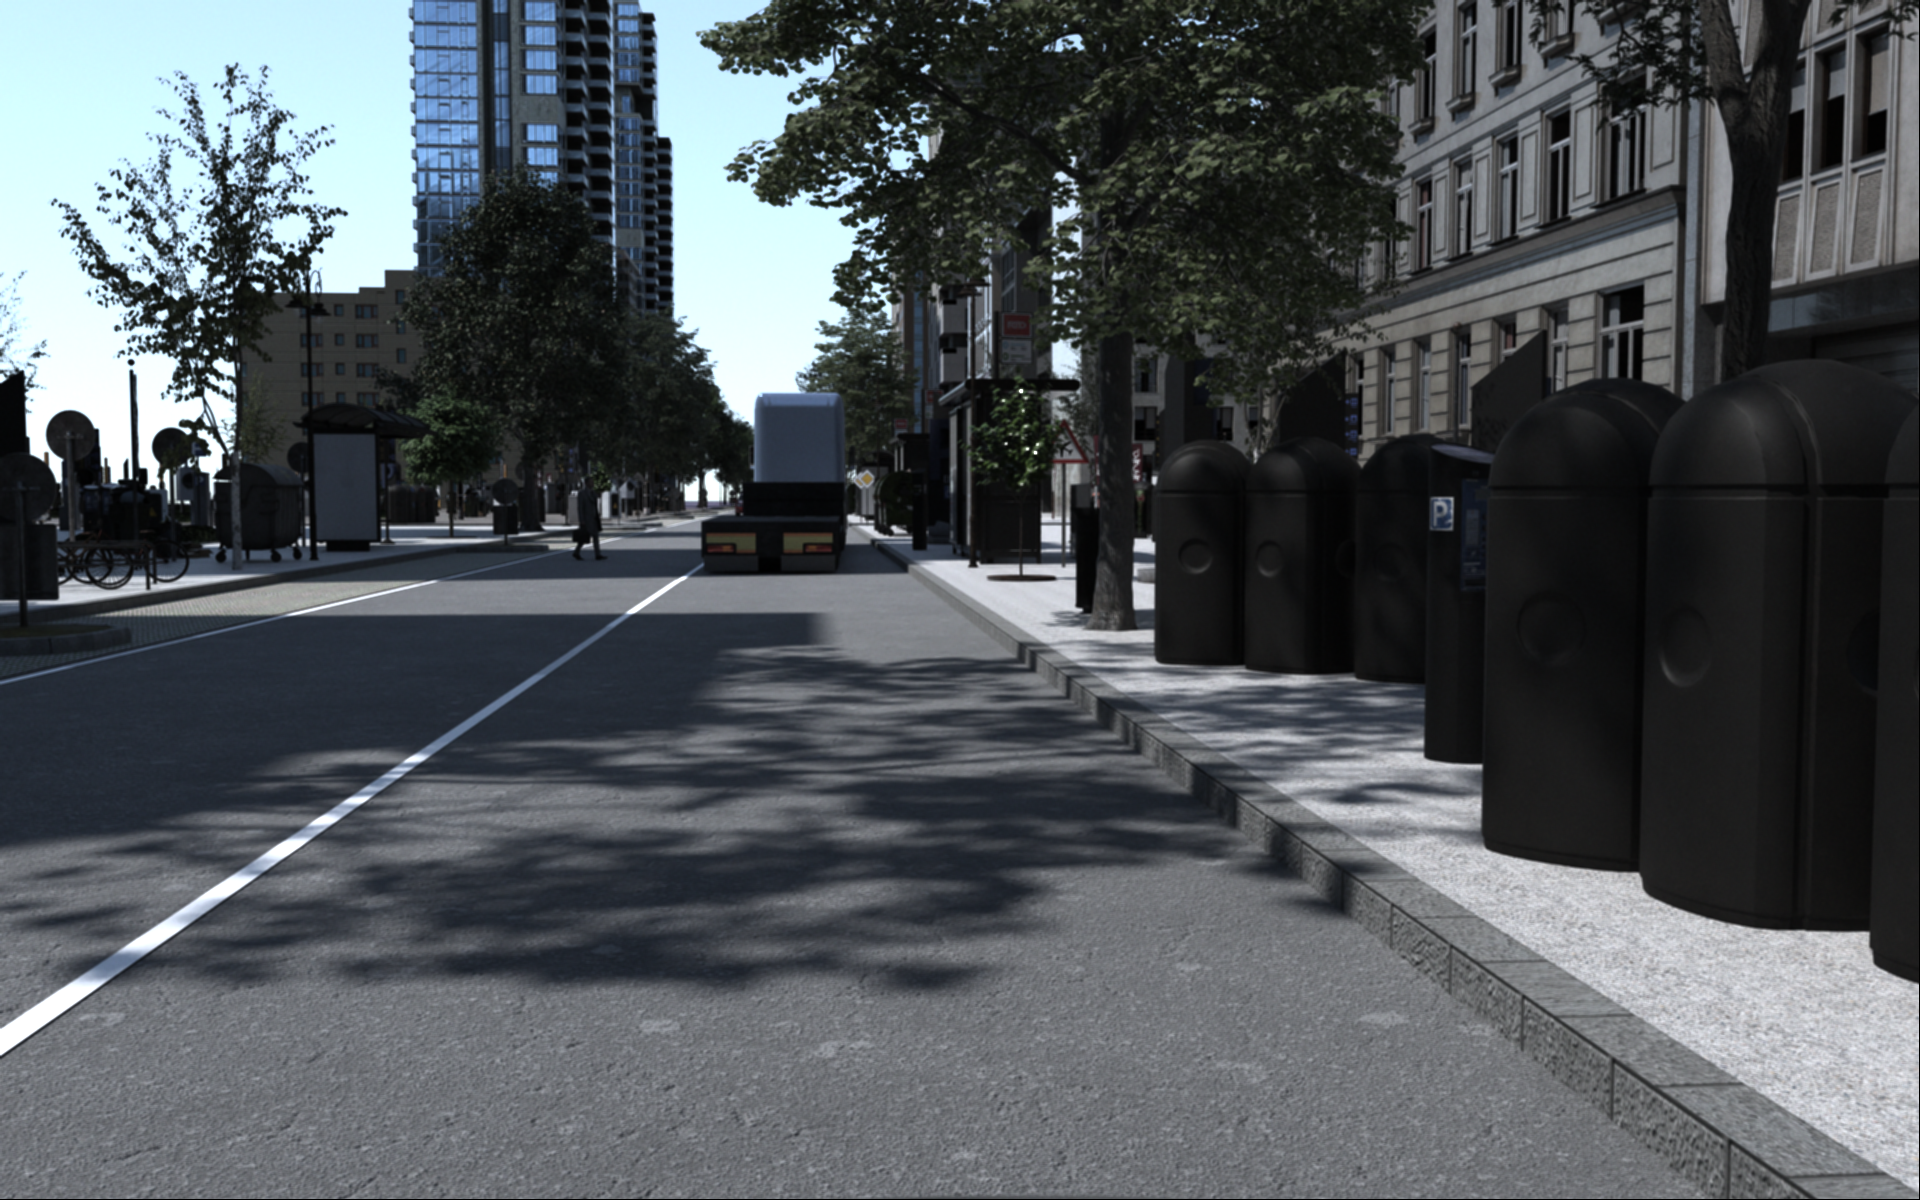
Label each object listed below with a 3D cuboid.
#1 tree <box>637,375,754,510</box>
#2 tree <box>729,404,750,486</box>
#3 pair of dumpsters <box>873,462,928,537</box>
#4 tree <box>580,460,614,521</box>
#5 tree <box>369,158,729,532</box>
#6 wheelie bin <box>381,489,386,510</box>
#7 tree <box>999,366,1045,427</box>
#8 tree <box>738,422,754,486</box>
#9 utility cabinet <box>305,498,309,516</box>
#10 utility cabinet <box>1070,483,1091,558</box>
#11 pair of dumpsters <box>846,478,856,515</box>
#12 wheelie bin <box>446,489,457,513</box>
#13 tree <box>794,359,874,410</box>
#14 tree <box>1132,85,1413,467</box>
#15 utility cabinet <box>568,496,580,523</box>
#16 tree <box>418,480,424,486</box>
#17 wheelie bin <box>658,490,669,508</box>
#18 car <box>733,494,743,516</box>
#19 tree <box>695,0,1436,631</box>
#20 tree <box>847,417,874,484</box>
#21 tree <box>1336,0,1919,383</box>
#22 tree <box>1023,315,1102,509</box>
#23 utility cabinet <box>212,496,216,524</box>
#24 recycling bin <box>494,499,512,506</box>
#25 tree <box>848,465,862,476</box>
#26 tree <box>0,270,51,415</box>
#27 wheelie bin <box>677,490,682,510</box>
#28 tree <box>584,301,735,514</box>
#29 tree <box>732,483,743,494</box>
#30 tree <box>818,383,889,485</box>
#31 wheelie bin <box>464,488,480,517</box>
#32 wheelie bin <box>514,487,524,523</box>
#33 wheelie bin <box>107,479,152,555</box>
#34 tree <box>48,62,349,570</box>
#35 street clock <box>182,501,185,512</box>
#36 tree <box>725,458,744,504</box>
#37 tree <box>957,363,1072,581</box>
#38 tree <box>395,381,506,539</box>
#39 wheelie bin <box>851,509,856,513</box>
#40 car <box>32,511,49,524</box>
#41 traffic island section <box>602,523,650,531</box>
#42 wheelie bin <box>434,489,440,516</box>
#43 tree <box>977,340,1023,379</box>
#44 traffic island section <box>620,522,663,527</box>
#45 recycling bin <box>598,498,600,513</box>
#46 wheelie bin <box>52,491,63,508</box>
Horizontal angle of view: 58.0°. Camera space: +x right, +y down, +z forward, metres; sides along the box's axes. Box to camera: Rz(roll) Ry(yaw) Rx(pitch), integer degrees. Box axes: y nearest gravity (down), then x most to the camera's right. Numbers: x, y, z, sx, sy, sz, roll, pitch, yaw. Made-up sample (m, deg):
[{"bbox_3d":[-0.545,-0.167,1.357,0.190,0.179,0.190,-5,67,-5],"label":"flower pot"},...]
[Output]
[{"bbox_3d":[-23.221,-13.324,143.606,9.928,11.665,9.643,0,3,0],"label":"tree"},{"bbox_3d":[-24.987,-15.236,166.115,9.611,12.733,9.660,0,3,0],"label":"tree"},{"bbox_3d":[-1.860,-3.159,54.151,1.574,2.255,4.437,0,4,-5],"label":"pair of dumpsters"},{"bbox_3d":[-17.352,-5.472,84.061,1.663,3.219,1.824,0,3,0],"label":"tree"},{"bbox_3d":[-14.900,-8.710,59.414,9.611,12.733,9.660,0,3,0],"label":"tree"},{"bbox_3d":[-33.912,-5.713,101.323,0.980,1.594,0.693,-3,4,-37],"label":"wheelie bin"},{"bbox_3d":[2.808,-9.184,100.518,4.737,8.622,4.395,0,3,0],"label":"tree"},{"bbox_3d":[-37.572,-24.571,308.396,9.857,13.997,8.962,0,3,0],"label":"tree"},{"bbox_3d":[-37.116,-5.445,97.706,0.318,1.500,1.173,0,4,8],"label":"utility cabinet"},{"bbox_3d":[2.394,-1.590,34.676,0.318,1.500,1.173,0,4,-1],"label":"utility cabinet"},{"bbox_3d":[-6.534,-6.518,109.069,1.574,2.255,4.437,0,4,-5],"label":"pair of dumpsters"},{"bbox_3d":[-33.804,-6.569,115.304,0.693,1.594,0.980,0,4,1],"label":"wheelie bin"},{"bbox_3d":[-14.065,-22.166,218.307,12.611,20.169,13.585,0,3,0],"label":"tree"},{"bbox_3d":[5.254,-4.816,29.107,4.360,8.622,3.978,0,3,0],"label":"tree"},{"bbox_3d":[-16.718,-3.984,76.301,1.020,1.237,0.306,0,4,-6],"label":"utility cabinet"},{"bbox_3d":[-37.712,-10.455,121.301,4.737,8.622,4.395,0,3,0],"label":"tree"},{"bbox_3d":[-24.778,-8.373,144.808,0.980,1.594,0.693,-1,4,-11],"label":"wheelie bin"},{"bbox_3d":[-13.842,-6.418,113.973,2.155,1.783,4.494,0,4,-5],"label":"car"},{"bbox_3d":[1.358,-6.015,16.466,7.486,12.596,7.792,0,3,0],"label":"tree"},{"bbox_3d":[-7.544,-11.115,132.086,4.737,8.622,4.395,0,3,0],"label":"tree"},{"bbox_3d":[2.918,-4.421,6.704,7.601,10.594,8.767,-3,5,-40],"label":"tree"},{"bbox_3d":[5.199,-7.235,68.647,4.360,8.622,3.978,0,3,0],"label":"tree"},{"bbox_3d":[-31.952,-3.926,75.347,1.020,1.237,0.306,-2,4,-29],"label":"utility cabinet"},{"bbox_3d":[-23.473,-4.672,88.944,0.722,1.027,0.722,-3,5,-39],"label":"recycling bin"},{"bbox_3d":[-18.095,-19.727,248.297,9.928,11.665,9.643,0,3,0],"label":"tree"},{"bbox_3d":[-30.037,-6.262,52.754,4.360,8.622,3.978,0,3,0],"label":"tree"},{"bbox_3d":[-21.903,-7.789,135.264,0.693,1.594,0.980,0,4,3],"label":"wheelie bin"},{"bbox_3d":[-20.406,-12.638,113.284,9.857,13.997,8.962,0,3,0],"label":"tree"},{"bbox_3d":[-33.351,-16.165,258.899,1.663,3.219,1.824,0,3,0],"label":"tree"},{"bbox_3d":[-11.102,-15.964,171.382,12.009,13.543,11.850,0,3,0],"label":"tree"},{"bbox_3d":[-26.815,-5.339,95.203,0.693,1.594,0.980,2,4,29],"label":"wheelie bin"},{"bbox_3d":[-19.657,-4.298,78.179,0.980,1.594,0.693,-2,4,-27],"label":"wheelie bin"},{"bbox_3d":[-17.699,-1.774,36.918,0.980,1.594,0.693,2,4,30],"label":"wheelie bin"},{"bbox_3d":[-12.509,-4.819,29.149,4.737,8.622,4.395,0,3,0],"label":"tree"},{"bbox_3d":[-43.282,-5.616,96.392,0.358,2.002,0.471,-1,4,-16],"label":"street clock"},{"bbox_3d":[-30.374,-16.940,227.325,4.360,8.622,3.978,0,3,0],"label":"tree"},{"bbox_3d":[0.779,-1.910,25.825,1.663,3.219,1.824,0,3,0],"label":"tree"},{"bbox_3d":[-14.933,-4.080,50.420,4.285,4.588,4.351,0,3,0],"label":"tree"},{"bbox_3d":[-7.243,-6.577,115.439,0.980,1.594,0.693,-1,4,-18],"label":"wheelie bin"},{"bbox_3d":[-39.874,-3.760,70.143,5.304,1.827,2.281,0,4,-6],"label":"car"},{"bbox_3d":[-13.558,-2.842,68.752,2.009,0.180,2.903,0,4,-5],"label":"traffic island section"},{"bbox_3d":[-30.557,-5.634,100.031,0.693,1.594,0.980,3,5,40],"label":"wheelie bin"},{"bbox_3d":[1.816,-7.905,79.616,4.360,8.622,3.978,0,3,0],"label":"tree"},{"bbox_3d":[-14.262,-3.329,76.707,2.009,0.180,2.903,0,4,-5],"label":"traffic island section"},{"bbox_3d":[-22.100,-5.758,106.690,0.722,1.027,0.722,3,5,40],"label":"recycling bin"},{"bbox_3d":[-62.635,-6.869,120.216,0.693,1.594,0.980,-1,4,-13],"label":"wheelie bin"}]
